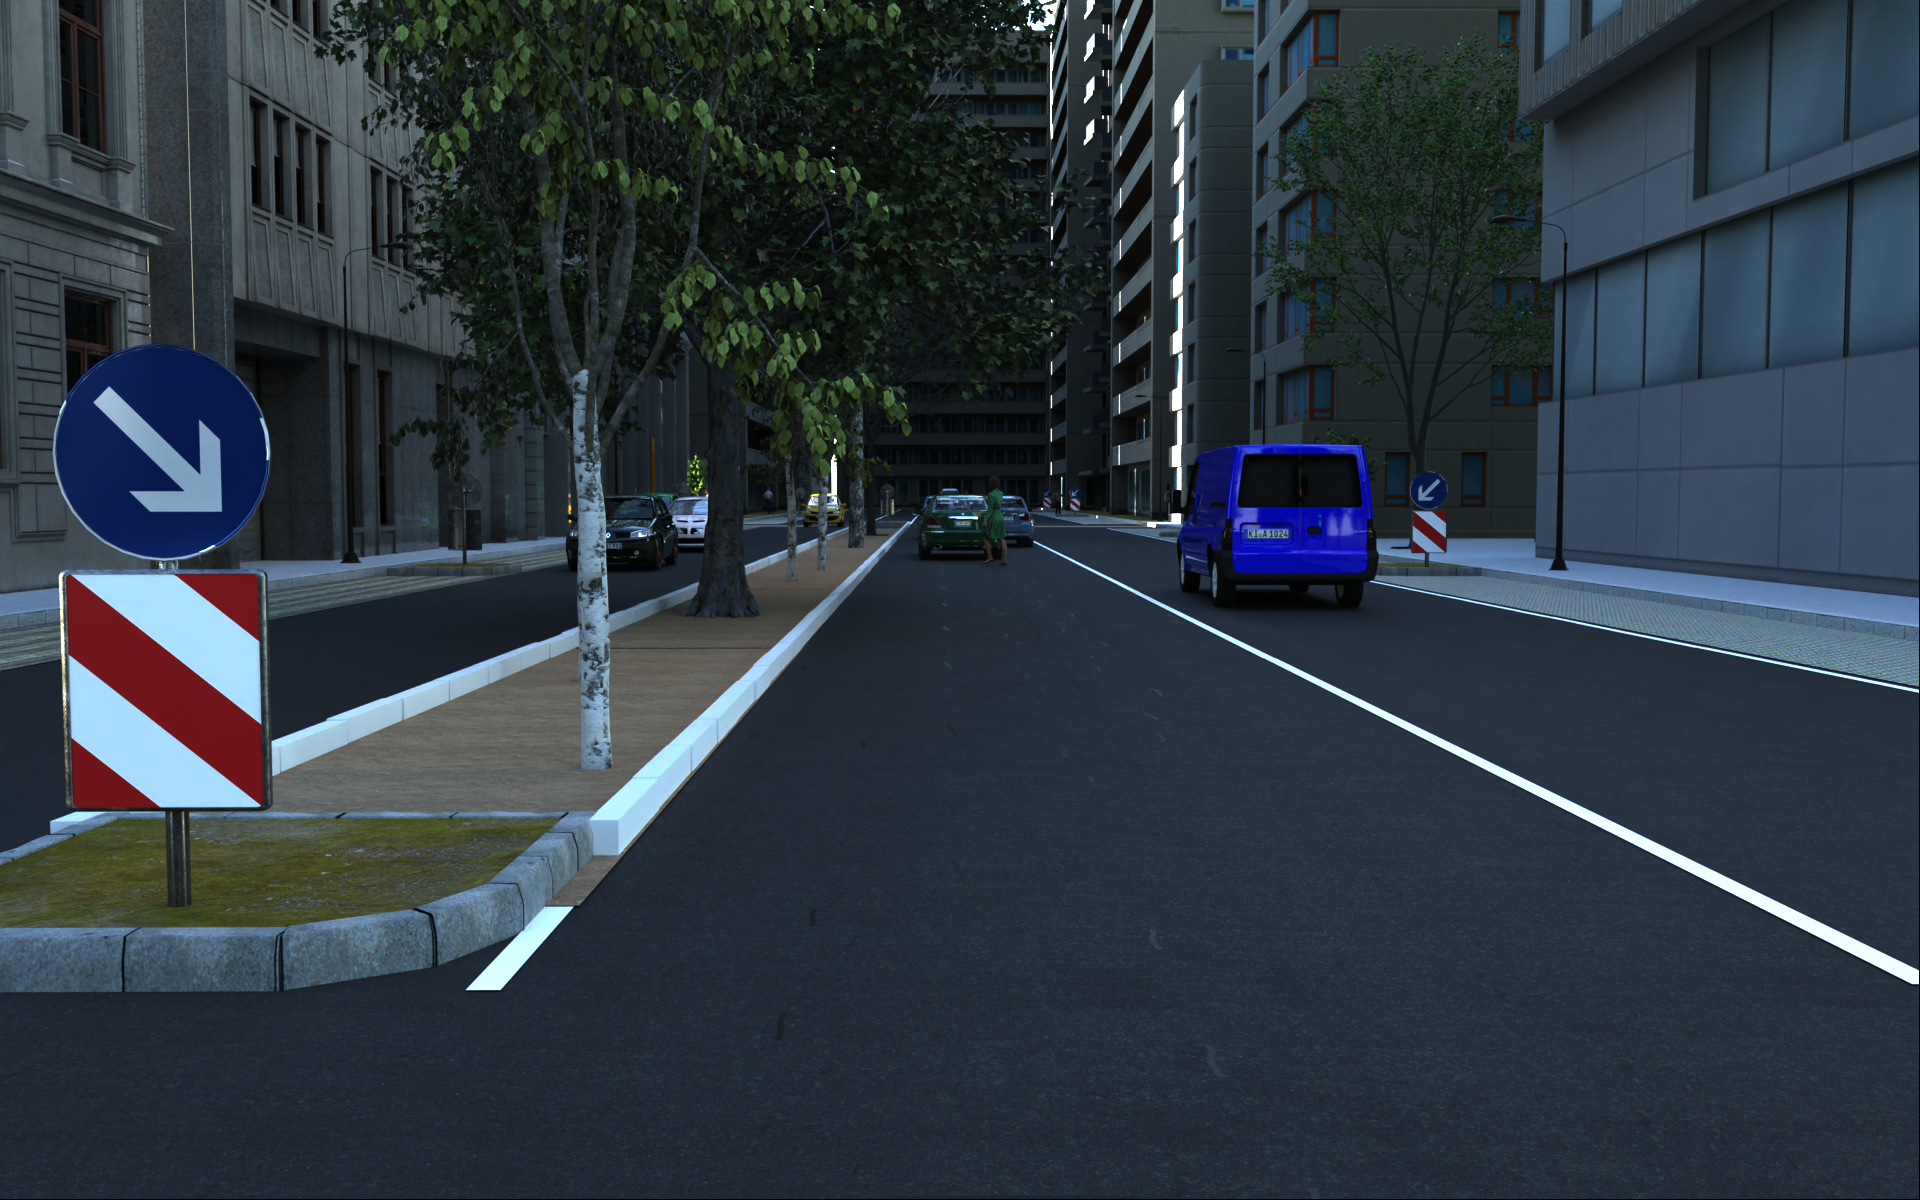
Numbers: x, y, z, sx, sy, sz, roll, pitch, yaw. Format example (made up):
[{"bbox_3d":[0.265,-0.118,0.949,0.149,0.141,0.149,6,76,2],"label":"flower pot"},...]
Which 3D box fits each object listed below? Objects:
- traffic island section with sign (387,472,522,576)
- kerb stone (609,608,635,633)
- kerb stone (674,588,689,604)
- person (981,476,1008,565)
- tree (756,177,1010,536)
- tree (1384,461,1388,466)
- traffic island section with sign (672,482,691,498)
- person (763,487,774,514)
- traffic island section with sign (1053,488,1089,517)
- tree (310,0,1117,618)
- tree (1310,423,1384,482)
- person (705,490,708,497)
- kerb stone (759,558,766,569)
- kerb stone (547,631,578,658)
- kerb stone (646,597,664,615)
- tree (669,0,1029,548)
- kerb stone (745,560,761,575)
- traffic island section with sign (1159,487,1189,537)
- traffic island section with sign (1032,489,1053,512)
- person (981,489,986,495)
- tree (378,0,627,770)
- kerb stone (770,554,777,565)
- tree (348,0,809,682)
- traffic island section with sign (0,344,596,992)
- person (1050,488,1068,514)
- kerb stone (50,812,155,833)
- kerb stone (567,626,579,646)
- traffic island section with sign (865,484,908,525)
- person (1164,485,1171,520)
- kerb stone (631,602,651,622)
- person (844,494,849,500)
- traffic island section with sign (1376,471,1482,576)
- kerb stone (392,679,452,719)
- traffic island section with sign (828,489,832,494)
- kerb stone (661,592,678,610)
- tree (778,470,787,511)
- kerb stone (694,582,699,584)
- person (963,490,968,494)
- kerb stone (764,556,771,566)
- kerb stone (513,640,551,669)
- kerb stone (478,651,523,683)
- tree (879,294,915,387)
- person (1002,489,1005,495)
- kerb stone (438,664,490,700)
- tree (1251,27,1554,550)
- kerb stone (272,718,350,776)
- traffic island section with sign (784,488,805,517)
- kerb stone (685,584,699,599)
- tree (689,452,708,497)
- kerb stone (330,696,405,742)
[{"bbox_3d":[-8.952,-1.365,30.941,1.989,1.847,2.006,0,4,-1],"label":"traffic island section with sign"},{"bbox_3d":[-3.664,0.222,18.581,0.120,0.150,1.000,0,4,-1],"label":"kerb stone"},{"bbox_3d":[-3.718,-0.025,22.693,0.120,0.150,1.000,0,4,-1],"label":"kerb stone"},{"bbox_3d":[0.701,-1.600,34.904,0.529,1.795,0.600,1,4,23],"label":"person"},{"bbox_3d":[-3.019,-8.943,59.039,12.009,13.543,11.850,0,3,0],"label":"tree"},{"bbox_3d":[11.079,-3.326,48.979,1.663,3.219,1.824,0,3,0],"label":"tree"},{"bbox_3d":[-9.306,-3.013,57.894,1.989,1.847,2.006,0,4,-1],"label":"traffic island section with sign"},{"bbox_3d":[-12.268,-6.386,111.398,0.756,1.711,0.436,3,5,39],"label":"person"},{"bbox_3d":[7.058,-6.130,108.850,1.989,1.847,2.006,0,4,-1],"label":"traffic island section with sign"},{"bbox_3d":[-2.779,-6.156,20.121,9.611,12.733,9.660,0,3,0],"label":"tree"},{"bbox_3d":[9.960,-3.157,46.212,1.663,3.219,1.824,0,3,0],"label":"tree"},{"bbox_3d":[-11.765,-4.433,81.112,0.503,1.515,0.523,2,4,26],"label":"person"},{"bbox_3d":[-3.849,-0.649,32.935,0.120,0.150,1.000,0,4,-1],"label":"kerb stone"},{"bbox_3d":[-3.613,0.418,15.515,0.120,0.150,1.000,0,4,-1],"label":"kerb stone"},{"bbox_3d":[-3.693,0.095,20.635,0.120,0.150,1.000,0,4,-1],"label":"kerb stone"},{"bbox_3d":[-3.969,-11.483,46.091,12.611,20.169,13.585,0,3,0],"label":"tree"},{"bbox_3d":[-3.824,-0.590,31.906,0.120,0.150,1.000,0,4,-1],"label":"kerb stone"},{"bbox_3d":[7.720,-3.017,57.954,1.989,1.847,2.006,0,4,-1],"label":"traffic island section with sign"},{"bbox_3d":[6.703,-7.805,136.245,1.989,1.847,2.006,0,4,-1],"label":"traffic island section with sign"},{"bbox_3d":[1.591,-6.278,111.868,1.217,1.743,0.721,-2,4,-35],"label":"person"},{"bbox_3d":[-1.848,-3.406,8.512,4.737,8.622,4.395,0,3,0],"label":"tree"},{"bbox_3d":[-3.862,-0.782,34.979,0.120,0.150,1.000,0,4,-1],"label":"kerb stone"},{"bbox_3d":[-2.841,-3.689,13.139,4.360,8.622,3.978,0,3,0],"label":"tree"},{"bbox_3d":[-2.431,0.136,5.920,2.006,1.907,1.989,0,4,-1],"label":"traffic island section with sign"},{"bbox_3d":[6.533,-6.512,114.977,1.348,1.823,0.705,-1,4,-20],"label":"person"},{"bbox_3d":[-3.512,0.912,7.290,0.120,0.150,1.000,0,4,-1],"label":"kerb stone"},{"bbox_3d":[-3.633,0.346,16.536,0.120,0.150,1.000,0,4,-1],"label":"kerb stone"},{"bbox_3d":[-3.415,-4.460,81.052,2.006,1.907,1.989,0,4,-1],"label":"traffic island section with sign"},{"bbox_3d":[10.279,-4.761,84.611,0.721,1.735,1.217,2,4,33],"label":"person"},{"bbox_3d":[-3.670,0.163,19.613,0.120,0.150,1.000,0,4,-1],"label":"kerb stone"},{"bbox_3d":[-9.643,-8.850,153.227,1.348,1.821,0.705,-2,4,-34],"label":"person"},{"bbox_3d":[8.064,-1.368,31.001,1.989,1.847,2.006,0,4,-1],"label":"traffic island section with sign"},{"bbox_3d":[-3.568,0.663,11.407,0.120,0.150,1.000,0,4,-1],"label":"kerb stone"},{"bbox_3d":[-10.314,-7.756,135.439,1.989,1.847,2.006,0,4,-1],"label":"traffic island section with sign"},{"bbox_3d":[-3.697,0.040,21.663,0.120,0.150,1.000,0,4,-1],"label":"kerb stone"},{"bbox_3d":[-13.600,-8.611,135.392,1.663,3.219,1.824,0,3,0],"label":"tree"},{"bbox_3d":[-3.747,-0.155,24.737,0.120,0.150,1.000,0,4,-1],"label":"kerb stone"},{"bbox_3d":[0.377,-4.952,90.935,0.593,1.643,0.415,-1,4,-22],"label":"person"},{"bbox_3d":[-3.862,-0.719,33.957,0.120,0.150,1.000,0,4,-1],"label":"kerb stone"},{"bbox_3d":[-3.610,0.472,14.481,0.120,0.150,1.000,0,4,-1],"label":"kerb stone"},{"bbox_3d":[-3.594,0.534,13.459,0.120,0.150,1.000,0,4,-1],"label":"kerb stone"},{"bbox_3d":[-2.612,-4.874,32.510,4.360,8.622,3.978,0,3,0],"label":"tree"},{"bbox_3d":[3.327,-7.655,133.738,0.705,1.814,1.350,-2,4,-34],"label":"person"},{"bbox_3d":[-3.579,0.598,12.429,0.120,0.150,1.000,0,4,-1],"label":"kerb stone"},{"bbox_3d":[10.622,-6.984,39.943,9.928,11.665,9.643,0,3,0],"label":"tree"},{"bbox_3d":[-3.540,0.794,9.357,0.120,0.150,1.000,0,4,-1],"label":"kerb stone"},{"bbox_3d":[-9.949,-6.087,108.149,1.989,1.847,2.006,0,4,-1],"label":"traffic island section with sign"},{"bbox_3d":[-3.729,-0.086,23.716,0.120,0.150,1.000,0,4,-1],"label":"kerb stone"},{"bbox_3d":[-12.078,-5.141,78.654,1.663,3.219,1.824,0,3,0],"label":"tree"},{"bbox_3d":[-3.561,0.722,10.384,0.120,0.150,1.000,0,4,-1],"label":"kerb stone"}]
